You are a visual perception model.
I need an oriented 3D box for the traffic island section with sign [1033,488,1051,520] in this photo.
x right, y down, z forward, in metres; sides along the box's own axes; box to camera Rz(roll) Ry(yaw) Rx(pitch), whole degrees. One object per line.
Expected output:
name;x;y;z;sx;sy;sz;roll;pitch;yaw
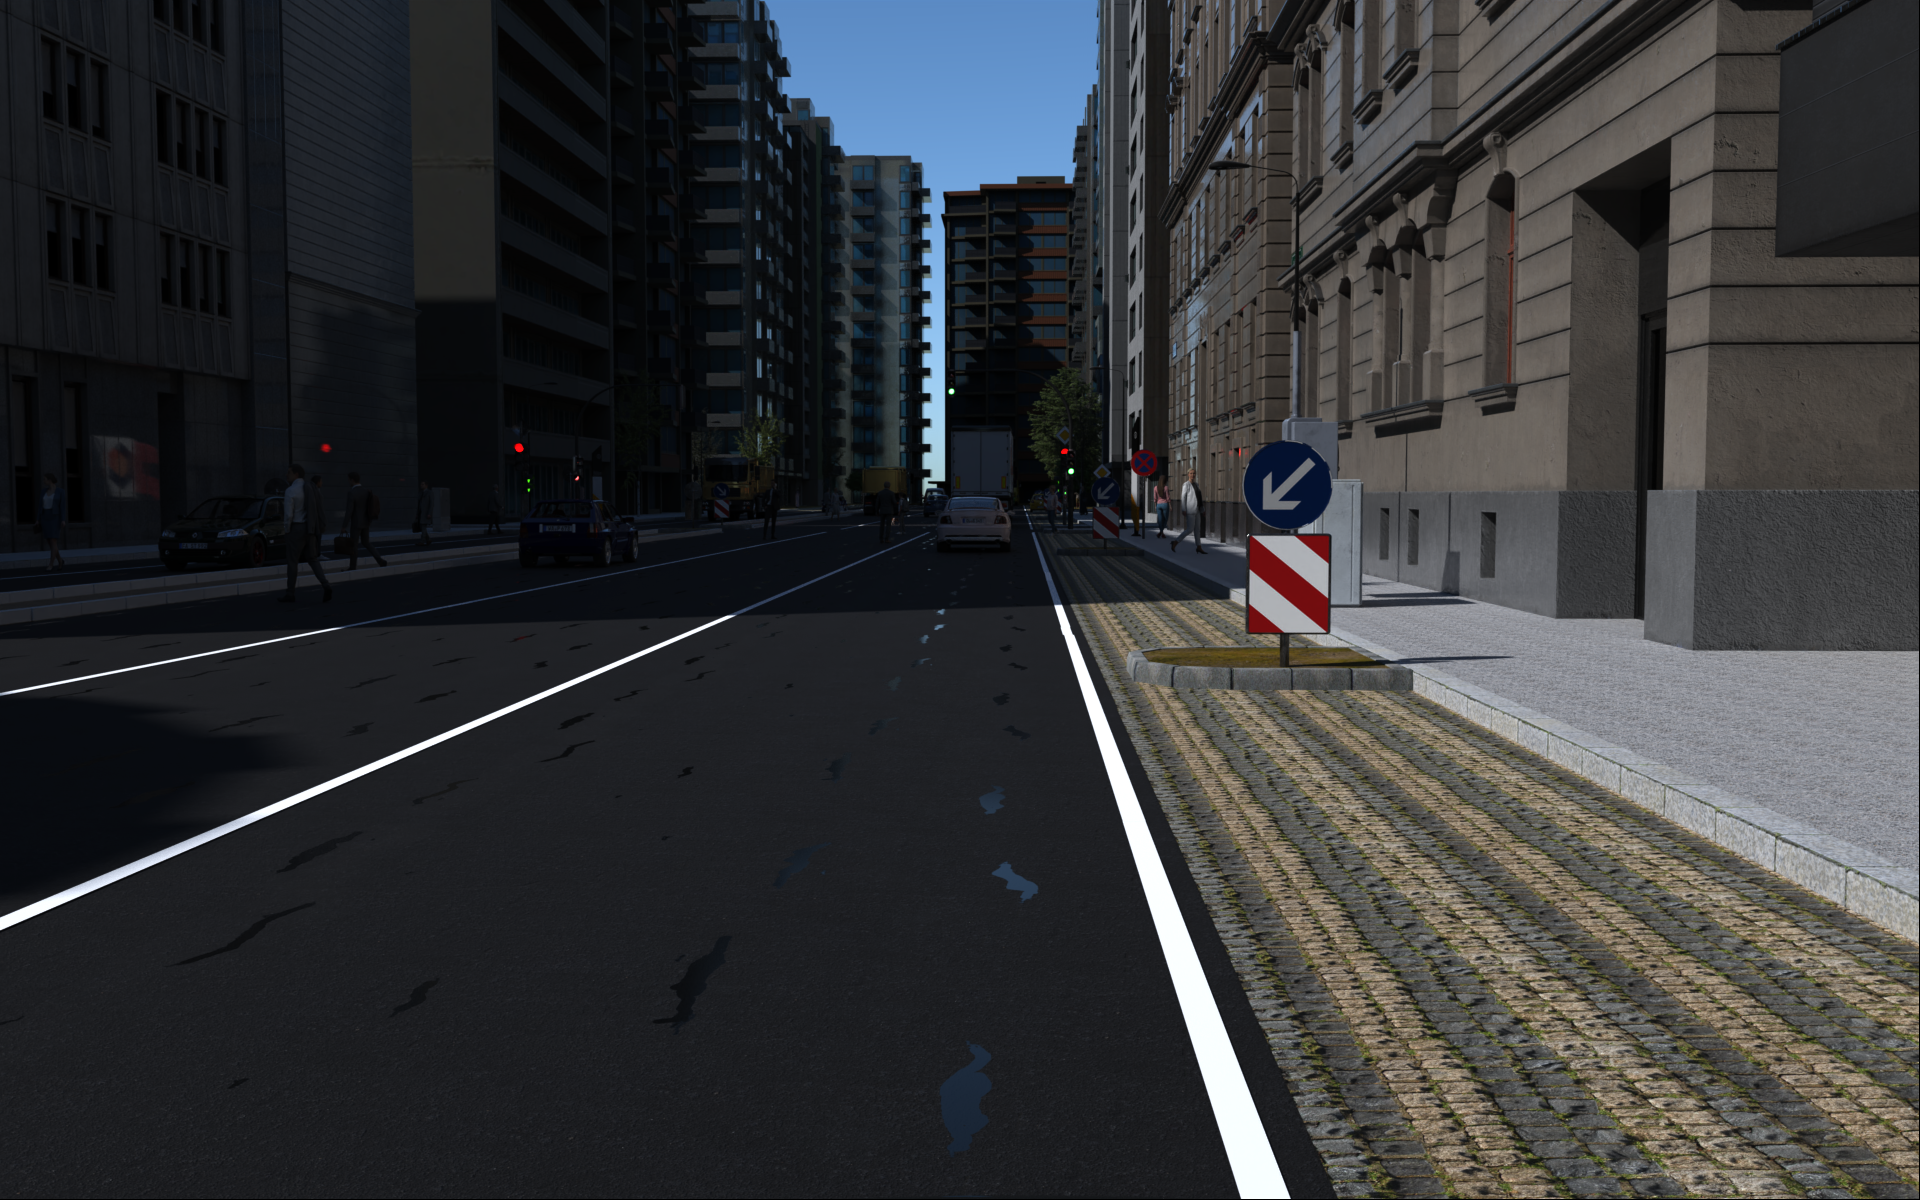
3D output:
traffic island section with sign;5.184;-5.335;95.862;1.989;1.847;2.006;0;4;2

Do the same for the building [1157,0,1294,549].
building;12.629;-15.393;48.932;12.463;27.353;25.104;0;4;2

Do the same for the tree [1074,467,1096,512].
tree;9.195;-7.942;124.456;1.663;3.219;1.824;0;3;0

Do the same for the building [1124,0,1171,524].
building;14.791;-18.663;76.843;14.107;30.474;14.160;0;4;2

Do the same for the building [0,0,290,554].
building;-26.100;-13.618;40.669;12.078;24.808;19.932;0;4;2

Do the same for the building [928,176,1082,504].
building;10.494;-35.885;241.345;28.867;44.769;22.147;0;4;2

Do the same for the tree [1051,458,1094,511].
tree;8.479;-8.974;130.438;4.285;4.588;4.351;0;3;0

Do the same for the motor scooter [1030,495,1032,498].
motor scooter;8.276;-11.136;194.849;0.815;1.314;1.986;0;4;1

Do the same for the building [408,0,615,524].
building;-29.714;-28.058;82.451;21.300;48.544;21.600;0;4;2

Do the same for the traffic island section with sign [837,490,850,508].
traffic island section with sign;-12.061;-10.111;173.942;1.989;1.847;2.006;0;4;2

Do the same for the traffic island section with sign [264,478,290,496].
traffic island section with sign;-16.624;-2.020;41.656;1.989;1.847;2.006;0;4;2

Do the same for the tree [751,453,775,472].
tree;-16.408;-9.429;137.882;4.285;4.588;4.351;0;3;0

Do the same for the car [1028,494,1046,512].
car;6.314;-7.642;135.169;2.015;1.641;3.980;0;4;2

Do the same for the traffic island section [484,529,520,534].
traffic island section;-16.177;-2.552;63.998;2.009;0.180;2.903;0;4;2

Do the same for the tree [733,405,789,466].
tree;-16.313;-11.778;142.935;4.737;8.622;4.395;0;3;0

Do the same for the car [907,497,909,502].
car;-7.557;-12.840;222.292;2.083;1.381;4.827;0;4;2

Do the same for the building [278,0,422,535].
building;-34.668;-17.128;57.532;29.804;29.767;11.434;0;4;2

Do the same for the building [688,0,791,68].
building;-27.812;-33.174;161.997;23.786;49.044;30.456;0;4;2

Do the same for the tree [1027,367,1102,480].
tree;9.458;-14.500;155.201;7.486;12.596;7.792;0;3;0

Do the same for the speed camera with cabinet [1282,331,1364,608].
speed camera with cabinet;4.275;-1.597;20.443;0.660;3.252;2.038;0;4;1

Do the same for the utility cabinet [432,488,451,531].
utility cabinet;-17.826;-3.111;59.546;0.318;1.500;1.173;0;4;-1

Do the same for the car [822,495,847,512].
car;-9.862;-7.562;136.221;1.945;1.354;3.894;0;4;2

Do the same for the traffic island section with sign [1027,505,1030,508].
traffic island section with sign;7.845;-10.052;172.972;1.989;1.847;2.006;0;4;2

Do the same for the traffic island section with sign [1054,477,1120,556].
traffic island section with sign;3.276;-1.959;40.660;1.989;1.847;2.006;0;4;2

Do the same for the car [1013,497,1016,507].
car;5.386;-11.608;198.579;1.959;1.807;4.718;0;4;3

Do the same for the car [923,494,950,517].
car;-1.345;-5.895;108.386;2.014;1.417;4.499;0;4;1

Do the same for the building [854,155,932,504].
building;-19.136;-38.106;242.635;30.456;49.044;23.786;0;4;2

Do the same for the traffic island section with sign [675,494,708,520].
traffic island section with sign;-14.724;-5.383;96.638;1.989;1.847;2.006;0;4;2

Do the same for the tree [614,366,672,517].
tree;-18.426;-9.016;97.770;4.737;8.622;4.395;0;3;0

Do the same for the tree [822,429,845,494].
tree;-15.013;-14.980;195.278;4.360;8.622;3.978;0;3;0

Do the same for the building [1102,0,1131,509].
building;21.277;-35.954;129.840;21.231;58.520;28.212;0;4;2

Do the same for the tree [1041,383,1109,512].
tree;7.765;-10.031;114.372;4.360;8.622;3.978;0;3;0

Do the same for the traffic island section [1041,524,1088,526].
traffic island section;4.328;-2.997;71.278;2.009;0.180;2.903;0;4;2

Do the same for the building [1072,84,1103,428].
building;24.616;-35.803;204.982;23.786;49.044;30.456;0;4;2

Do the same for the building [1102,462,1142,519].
building;24.375;-24.731;96.233;32.217;40.220;23.993;0;4;2

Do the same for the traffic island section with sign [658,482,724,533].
traffic island section with sign;-9.980;-3.418;64.019;2.006;1.907;1.989;0;4;2

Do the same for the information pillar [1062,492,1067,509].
information pillar;8.713;-8.570;144.614;0.304;2.012;0.304;-1;4;-13

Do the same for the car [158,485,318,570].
car;-14.032;-1.470;33.827;2.009;1.686;4.222;0;4;1

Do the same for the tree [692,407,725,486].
tree;-21.776;-11.821;143.634;4.360;8.622;3.978;0;3;0

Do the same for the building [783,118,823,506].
building;-22.418;-30.624;184.292;14.154;41.232;14.086;0;4;2

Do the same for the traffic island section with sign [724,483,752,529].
traffic island section with sign;-9.715;-3.871;71.422;2.006;1.907;1.989;0;4;2

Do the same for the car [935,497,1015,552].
car;0.376;-1.954;44.311;2.083;1.381;4.827;0;4;1

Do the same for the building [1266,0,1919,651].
building;12.597;-14.484;24.204;14.401;28.519;23.554;0;4;2

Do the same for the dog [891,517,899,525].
dog;-2.927;-3.721;80.134;0.540;0.507;0.406;-1;4;-19

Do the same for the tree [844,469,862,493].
tree;-13.325;-14.721;224.405;4.285;4.588;4.351;0;3;0

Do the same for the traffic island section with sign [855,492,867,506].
traffic island section with sign;-11.124;-11.759;200.880;1.989;1.847;2.006;0;4;2

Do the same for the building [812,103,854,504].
building;-29.526;-36.074;209.414;30.456;49.044;23.786;0;4;2

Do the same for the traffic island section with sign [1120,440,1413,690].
traffic island section with sign;2.328;-0.299;13.519;1.989;1.847;2.006;0;4;2

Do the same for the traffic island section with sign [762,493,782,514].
traffic island section with sign;-13.792;-7.031;123.577;1.989;1.847;2.006;0;4;2

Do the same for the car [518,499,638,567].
car;-7.700;-1.385;35.233;1.945;1.354;3.894;0;4;2

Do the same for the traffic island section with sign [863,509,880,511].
traffic island section with sign;-7.134;-8.464;146.516;2.006;1.907;1.989;0;4;2

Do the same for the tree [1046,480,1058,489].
tree;11.846;-14.007;223.616;1.663;3.219;1.824;0;3;0

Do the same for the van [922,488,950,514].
van;-1.704;-7.024;121.848;2.013;2.044;4.112;0;4;1

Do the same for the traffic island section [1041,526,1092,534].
traffic island section;4.052;-2.509;63.298;2.009;0.180;2.903;0;4;2

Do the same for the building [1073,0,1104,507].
building;22.611;-52.633;173.218;22.319;86.520;31.000;0;4;2

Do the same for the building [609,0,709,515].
building;-29.208;-28.203;115.740;22.147;44.769;28.867;0;4;2
